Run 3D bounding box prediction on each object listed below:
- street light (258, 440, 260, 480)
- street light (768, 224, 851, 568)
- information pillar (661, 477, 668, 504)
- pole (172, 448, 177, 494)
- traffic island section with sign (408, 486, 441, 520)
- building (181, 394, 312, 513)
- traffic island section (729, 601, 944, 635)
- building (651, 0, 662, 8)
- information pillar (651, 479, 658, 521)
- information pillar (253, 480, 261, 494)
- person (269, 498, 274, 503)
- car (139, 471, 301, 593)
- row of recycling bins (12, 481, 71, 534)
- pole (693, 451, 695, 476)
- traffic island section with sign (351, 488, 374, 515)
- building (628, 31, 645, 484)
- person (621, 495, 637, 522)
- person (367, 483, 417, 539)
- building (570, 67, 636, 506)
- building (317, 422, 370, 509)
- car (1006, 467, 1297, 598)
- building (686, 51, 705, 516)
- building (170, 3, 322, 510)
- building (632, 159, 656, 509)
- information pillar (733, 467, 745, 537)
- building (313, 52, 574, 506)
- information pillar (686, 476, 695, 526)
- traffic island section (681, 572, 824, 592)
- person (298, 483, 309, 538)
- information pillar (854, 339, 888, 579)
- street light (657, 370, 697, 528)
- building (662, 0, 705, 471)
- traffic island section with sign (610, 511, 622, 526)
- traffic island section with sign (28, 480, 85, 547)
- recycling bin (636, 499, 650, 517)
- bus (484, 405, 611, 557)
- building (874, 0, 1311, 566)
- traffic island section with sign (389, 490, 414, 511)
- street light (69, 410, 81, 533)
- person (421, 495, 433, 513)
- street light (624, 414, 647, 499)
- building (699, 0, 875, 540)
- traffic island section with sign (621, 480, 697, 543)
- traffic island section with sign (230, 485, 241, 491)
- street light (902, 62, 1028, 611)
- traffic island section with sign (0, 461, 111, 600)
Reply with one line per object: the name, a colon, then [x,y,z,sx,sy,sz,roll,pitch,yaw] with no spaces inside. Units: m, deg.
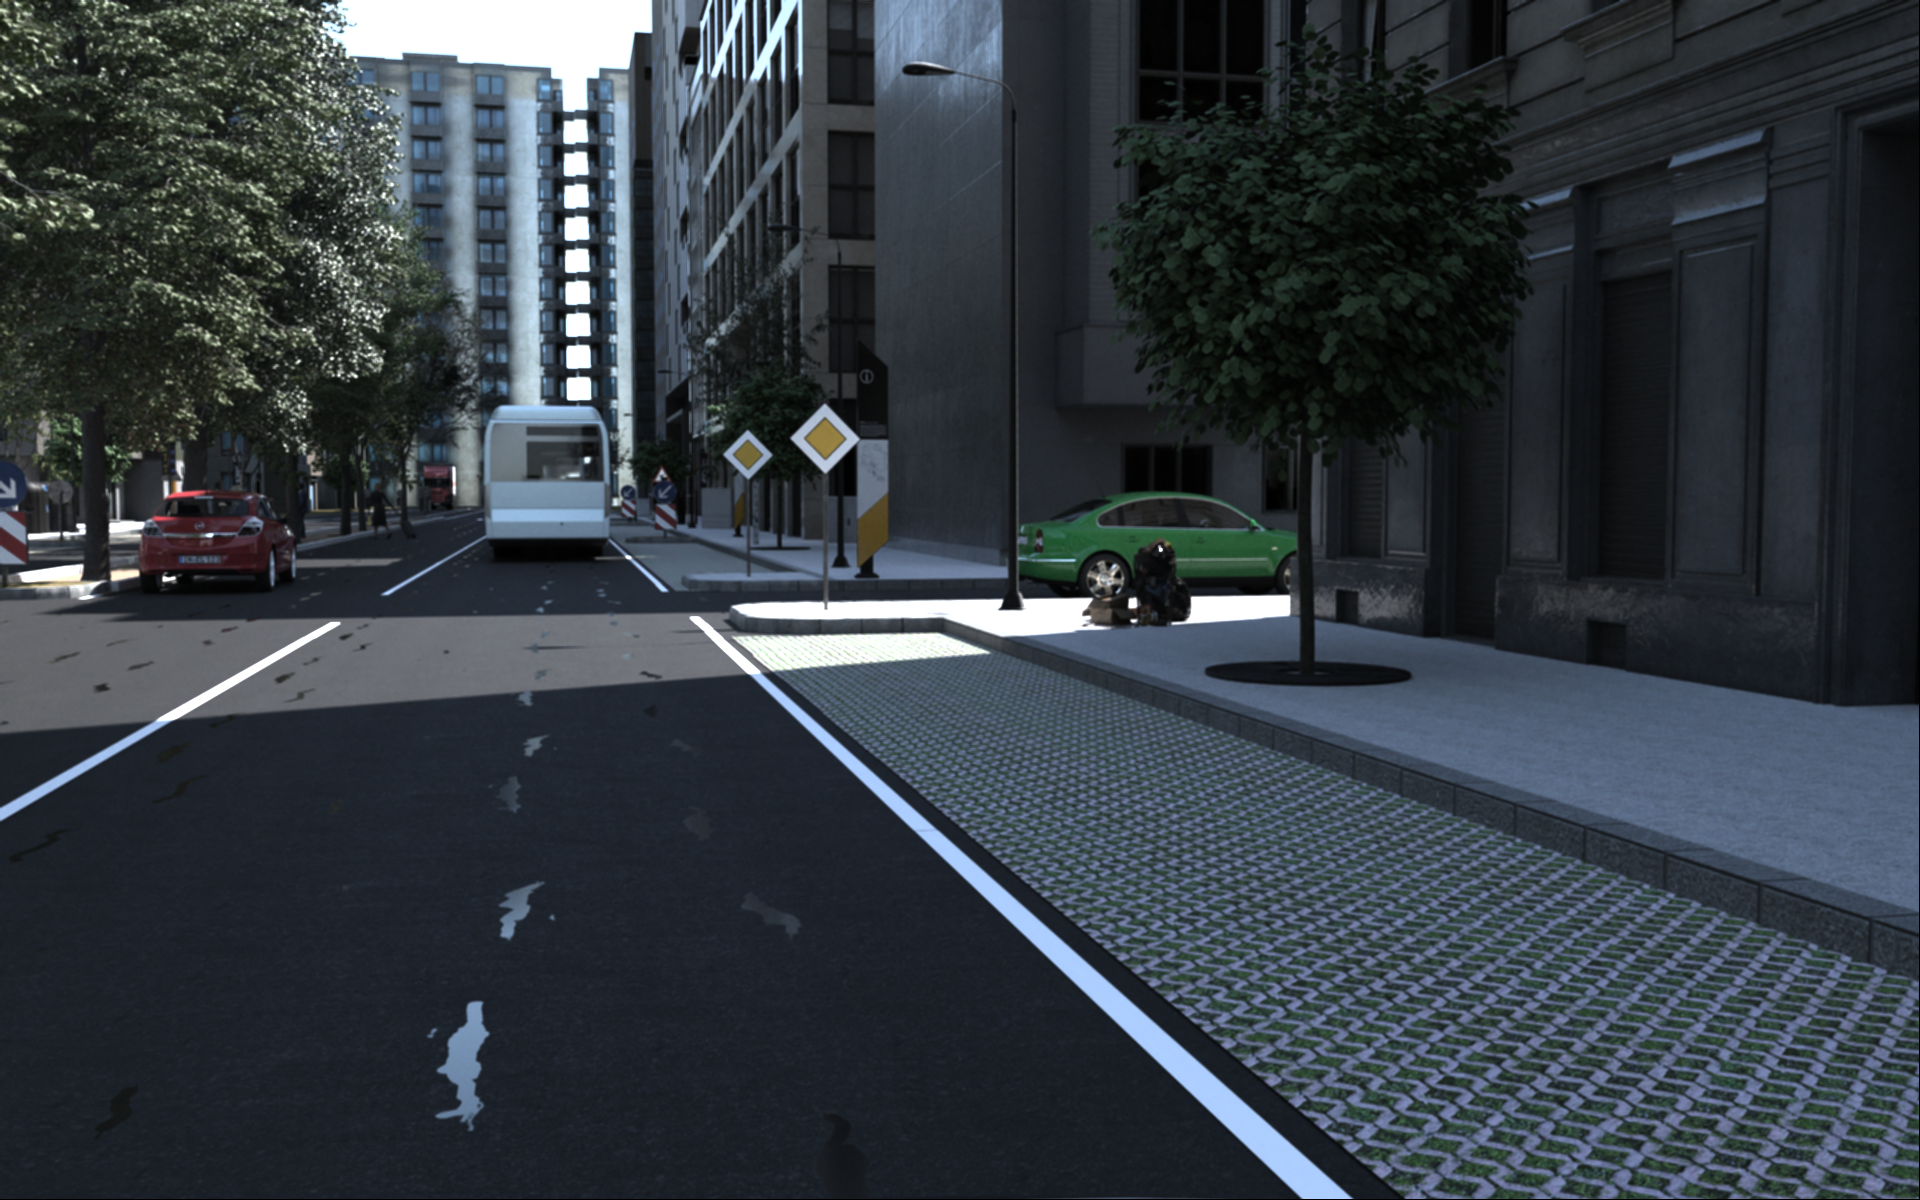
street light: [-36.997,-7.358,92.846,1.470,5.913,1.316,-1,4,-13]
street light: [-2.618,-3.519,30.073,1.470,5.913,1.316,-1,4,-13]
information pillar: [-12.748,-4.300,74.795,0.304,2.012,0.304,0,4,-8]
pole: [-35.003,-5.094,77.130,0.158,3.312,0.155,0,3,0]
traffic island section with sign: [-30.147,-5.465,97.483,2.006,1.907,1.989,-1,4,-13]
building: [-56.934,-16.020,106.965,27.650,21.520,28.899,-1,4,-13]
traffic island section: [-1.461,0.193,19.129,2.009,0.180,2.903,-1,4,-13]
building: [-17.308,-29.936,139.561,14.600,45.320,14.200,-1,4,-13]
information pillar: [-14.519,-4.764,82.378,0.304,2.012,0.304,-1,4,-19]
information pillar: [-37.168,-5.330,91.642,0.304,2.012,0.304,-3,4,-38]
person: [-28.319,-3.558,71.336,0.373,1.253,0.362,-1,4,-21]
car: [-11.342,-1.077,26.646,2.155,1.783,4.494,-1,4,-15]
row of recycling bins: [-30.231,-3.049,56.970,1.069,1.692,3.534,-1,4,-9]
pole: [-12.693,-5.410,82.296,0.158,3.312,0.155,0,3,0]
traffic island section with sign: [-42.002,-6.964,122.485,1.989,1.847,2.006,-1,4,-13]
building: [-24.513,-31.633,167.318,14.600,45.320,14.200,-1,4,-13]
person: [-16.067,-4.592,84.059,0.782,1.767,0.515,-1,4,-10]
person: [-18.259,-2.859,55.460,1.509,1.804,0.699,1,4,12]
building: [-28.003,-35.303,196.808,30.456,49.044,23.786,-1,4,-13]
building: [-69.990,-51.316,151.683,31.000,86.520,22.319,-1,4,-13]
car: [3.006,-0.900,23.509,4.718,1.807,1.959,-1,4,-13]
building: [-7.644,-16.768,92.172,12.078,24.808,19.932,-1,4,-13]
building: [-56.028,-29.261,128.522,14.600,45.320,14.200,-1,4,-13]
building: [-21.865,-23.349,153.463,14.160,30.474,14.107,-1,4,-13]
information pillar: [-6.622,-3.703,51.904,0.183,3.616,0.504,-3,4,-36]
building: [-57.937,-34.953,191.086,30.456,49.044,23.786,-1,4,-13]
information pillar: [-10.998,-4.050,70.710,0.304,2.012,0.304,-1,4,-23]
traffic island section: [-3.260,-0.283,26.909,2.009,0.180,2.903,-1,4,-13]
person: [-21.198,-2.879,55.751,0.419,1.800,0.721,-1,4,-19]
information pillar: [-1.344,-2.139,26.322,0.504,3.616,0.183,-1,4,-17]
street light: [-10.628,-5.657,65.029,1.470,5.913,1.316,-1,4,-13]
building: [-6.307,-32.494,120.512,28.713,52.752,27.495,-1,4,-13]
traffic island section with sign: [-15.037,-4.231,77.801,1.989,1.847,2.006,-1,4,-13]
traffic island section with sign: [-24.617,-2.362,47.247,1.989,1.847,2.006,-1,4,-13]
recycling bin: [-17.921,-5.220,97.902,0.722,1.027,0.722,-1,4,-17]
bus: [-10.138,-2.915,42.525,2.948,3.499,13.247,-1,4,-13]
building: [14.025,-13.422,38.522,30.058,24.678,14.314,-1,4,-13]
traffic island section with sign: [-48.334,-8.638,149.853,1.989,1.847,2.006,-1,4,-13]
street light: [-28.810,-5.187,57.349,1.470,5.913,1.316,-1,4,-13]
person: [-40.295,-7.429,130.697,1.217,1.736,0.721,1,4,21]
street light: [-18.748,-7.817,100.351,1.470,5.913,1.316,-1,4,-13]
building: [1.181,-16.018,66.409,19.350,26.468,34.151,-1,4,-13]
traffic island section with sign: [-8.812,-2.584,50.877,1.989,1.847,2.006,-1,4,-13]
traffic island section with sign: [-30.702,-3.973,73.589,1.989,1.847,2.006,-1,4,-13]
street light: [0.062,-2.838,18.936,1.470,5.913,1.316,-1,4,-13]
traffic island section with sign: [-13.215,-0.987,24.270,2.006,1.907,1.989,-1,4,-13]
